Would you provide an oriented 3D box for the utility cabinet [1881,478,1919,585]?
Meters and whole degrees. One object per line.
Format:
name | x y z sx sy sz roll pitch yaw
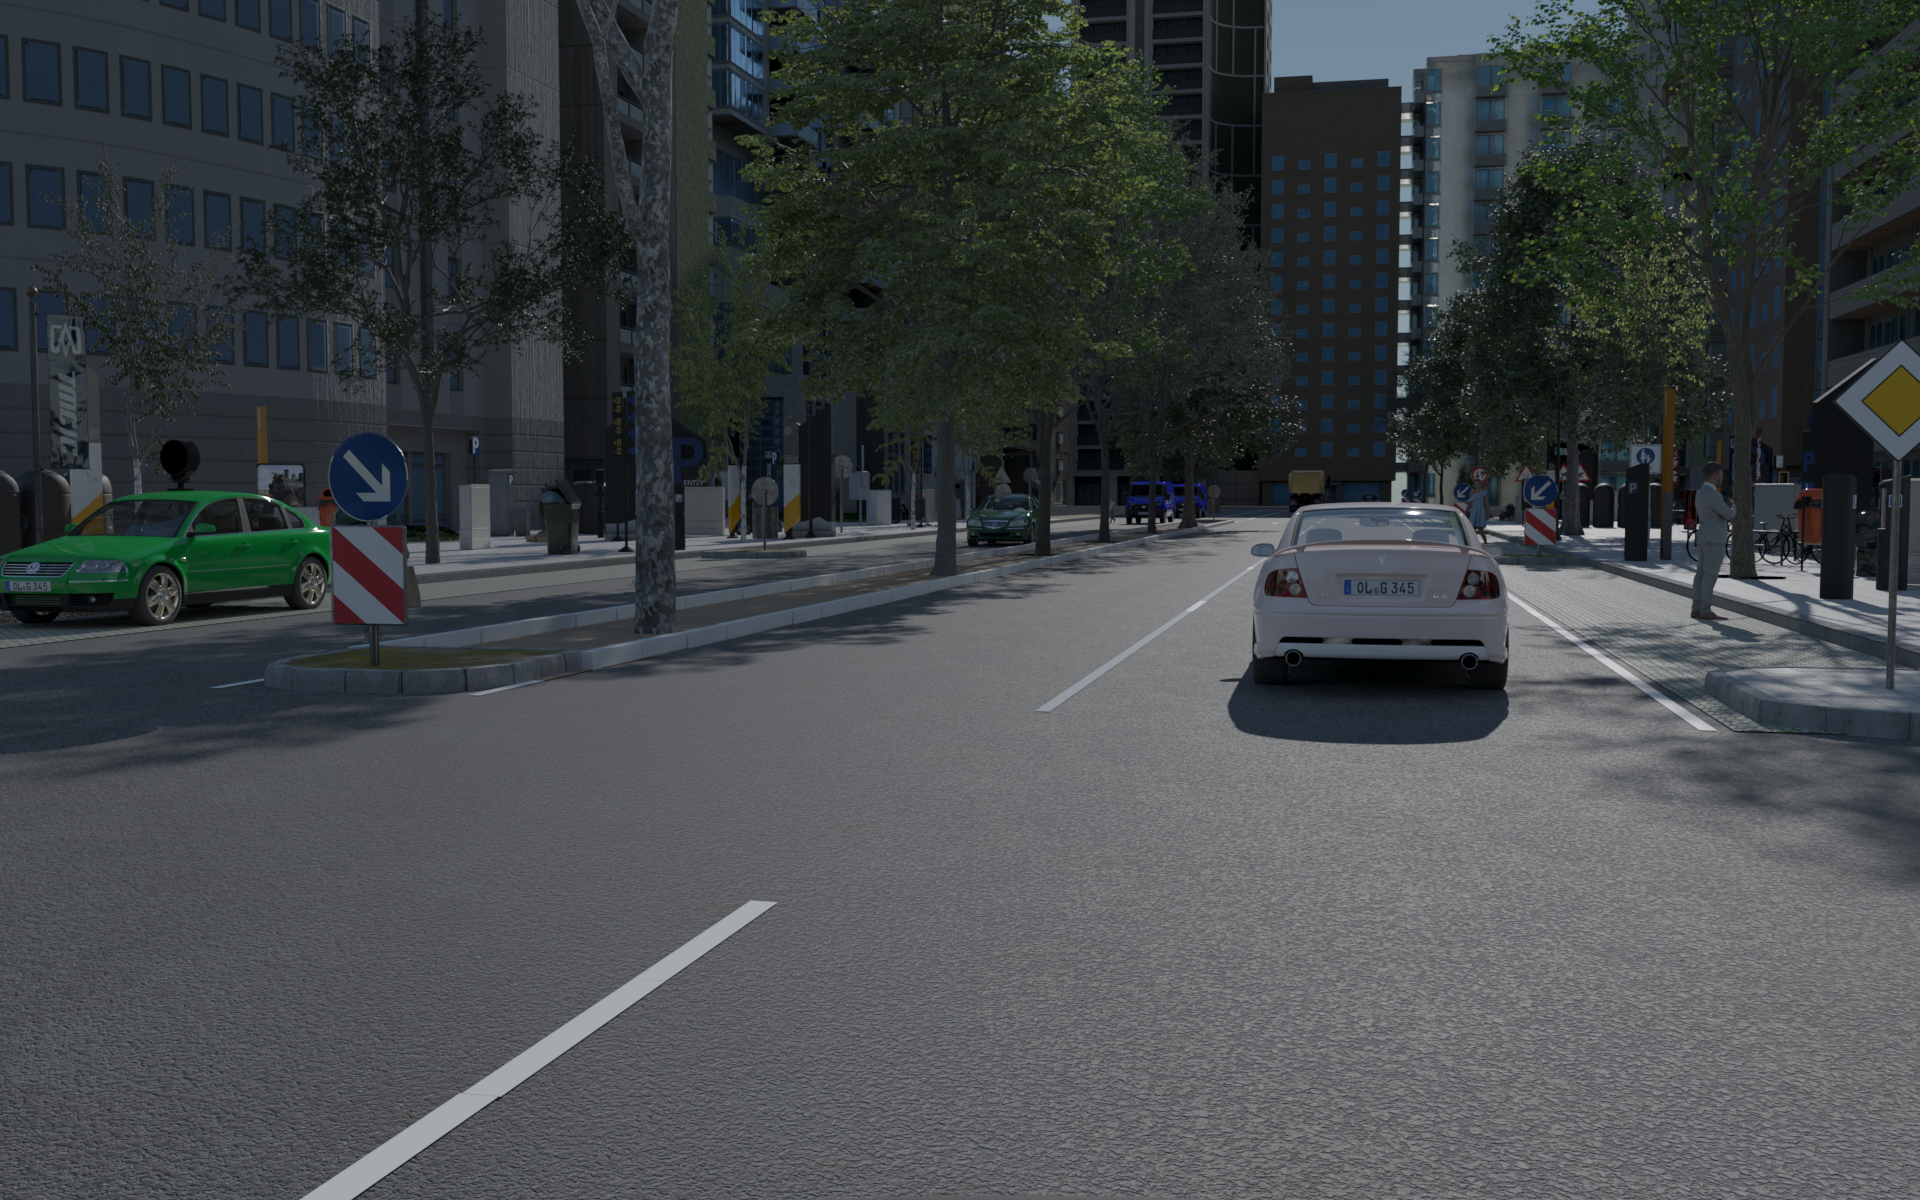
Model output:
utility cabinet | 13.478 -0.946 24.139 0.318 1.500 1.173 -2 4 -31

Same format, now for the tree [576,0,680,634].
tree | -4.121 -9.782 18.282 12.611 20.169 13.585 0 3 0

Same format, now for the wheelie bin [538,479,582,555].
wheelie bin | -8.470 -1.765 36.766 0.693 1.594 0.980 0 4 7

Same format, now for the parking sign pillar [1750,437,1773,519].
parking sign pillar | 32.193 -5.001 70.238 1.447 3.967 1.447 3 5 43

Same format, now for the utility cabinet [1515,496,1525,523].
utility cabinet | 24.807 -3.944 75.640 1.020 1.237 0.306 1 4 13

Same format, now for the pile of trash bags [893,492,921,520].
pile of trash bags | -2.380 -4.656 85.882 1.912 1.369 3.447 1 4 13

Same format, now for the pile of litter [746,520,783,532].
pile of litter | -6.688 -2.706 58.211 1.719 0.858 1.176 -2 4 -29

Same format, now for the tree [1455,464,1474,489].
tree | 31.538 -6.977 108.675 1.663 3.219 1.824 0 3 0

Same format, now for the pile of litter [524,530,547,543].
pile of litter | -11.119 -1.989 46.485 1.176 0.858 1.719 0 4 -3

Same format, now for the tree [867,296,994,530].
tree | -1.647 -6.833 62.078 4.737 8.622 4.395 0 3 0

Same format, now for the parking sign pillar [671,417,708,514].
parking sign pillar | -9.338 -4.346 59.522 1.447 3.967 1.447 -1 4 -15

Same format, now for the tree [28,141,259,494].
tree | -17.513 -5.315 37.271 4.360 8.622 3.978 0 3 0

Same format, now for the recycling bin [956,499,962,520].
recycling bin | -0.310 -4.455 85.389 0.722 1.027 0.722 1 4 8

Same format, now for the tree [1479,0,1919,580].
tree | 11.858 -6.139 26.130 9.928 11.665 9.643 0 3 0

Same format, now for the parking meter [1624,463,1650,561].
parking meter | 12.941 -1.678 33.141 0.255 1.863 0.399 -2 4 -29

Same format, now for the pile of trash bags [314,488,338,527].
pile of trash bags | -11.247 -1.076 27.352 3.447 1.369 1.912 0 4 -1

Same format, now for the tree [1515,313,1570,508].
tree | 22.020 -7.113 66.661 4.737 8.622 4.395 0 3 0

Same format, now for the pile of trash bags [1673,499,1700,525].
pile of trash bags | 31.571 -3.859 72.844 3.447 1.369 1.912 2 4 34

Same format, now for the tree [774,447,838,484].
tree | -7.975 -6.501 90.009 4.285 4.588 4.351 0 3 0

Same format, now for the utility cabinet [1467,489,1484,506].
utility cabinet | 24.350 -4.470 81.761 0.318 1.500 1.173 3 5 44

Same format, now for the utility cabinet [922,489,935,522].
utility cabinet | -1.460 -4.256 78.271 0.318 1.500 1.173 1 4 16

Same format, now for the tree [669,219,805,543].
tree | -5.921 -5.812 45.389 4.737 8.622 4.395 0 3 0

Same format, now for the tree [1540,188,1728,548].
tree | 16.033 -5.529 40.769 4.360 8.622 3.978 0 3 0

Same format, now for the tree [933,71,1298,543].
tree | 4.238 -8.405 50.242 12.009 13.543 11.850 0 3 0

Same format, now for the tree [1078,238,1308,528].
tree | 9.647 -9.366 72.602 9.611 12.733 9.660 0 3 0

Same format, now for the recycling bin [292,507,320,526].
recycling bin | -12.531 -1.249 32.974 0.722 1.027 0.722 2 4 34

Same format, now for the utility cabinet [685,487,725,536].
utility cabinet | -7.757 -2.691 52.679 1.173 1.500 0.318 0 4 4

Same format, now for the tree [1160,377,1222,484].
tree | 21.845 -15.754 164.236 9.857 13.997 8.962 0 3 0

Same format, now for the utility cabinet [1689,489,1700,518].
utility cabinet | 33.606 -4.261 78.343 1.173 1.500 0.318 2 4 26

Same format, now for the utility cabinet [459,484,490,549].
utility cabinet | -11.285 -1.931 40.246 0.318 1.500 1.173 0 4 5

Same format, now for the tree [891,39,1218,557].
tree | 1.994 -6.805 39.479 9.928 11.665 9.643 0 3 0

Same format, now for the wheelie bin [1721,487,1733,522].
wheelie bin | 35.339 -4.408 79.985 0.980 1.594 0.693 -3 5 -43

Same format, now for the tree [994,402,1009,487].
tree | 0.352 -7.648 75.403 4.737 8.622 4.395 0 3 0

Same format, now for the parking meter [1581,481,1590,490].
parking meter | 26.609 -4.164 73.786 0.399 1.863 0.255 -1 4 -11

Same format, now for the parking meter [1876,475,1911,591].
parking meter | 12.443 -0.898 23.095 0.372 1.533 0.369 0 3 0

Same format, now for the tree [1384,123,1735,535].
tree | 19.167 -8.373 53.906 9.611 12.733 9.660 0 3 0

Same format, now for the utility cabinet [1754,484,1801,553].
utility cabinet | 17.874 -1.780 37.789 0.318 1.500 1.173 -1 4 -16

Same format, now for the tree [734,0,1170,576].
tree | -0.264 -6.715 30.382 7.486 12.596 7.792 0 3 0

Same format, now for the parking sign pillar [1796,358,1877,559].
parking sign pillar | 17.512 -2.819 34.559 1.447 3.967 1.447 -1 4 -11

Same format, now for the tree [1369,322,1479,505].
tree | 34.278 -13.032 123.441 12.009 13.543 11.850 0 3 0

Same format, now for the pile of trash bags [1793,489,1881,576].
pile of trash bags | 14.730 -1.082 27.443 1.912 1.369 3.447 -2 4 -25

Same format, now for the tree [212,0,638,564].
tree | -9.677 -5.971 32.039 8.767 10.594 7.601 0 4 7

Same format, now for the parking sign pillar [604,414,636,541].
parking sign pillar | -9.235 -3.666 48.410 1.447 3.967 1.447 0 4 1

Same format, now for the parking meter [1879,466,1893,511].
parking meter | 19.638 -1.887 36.562 0.399 1.863 0.255 2 4 26

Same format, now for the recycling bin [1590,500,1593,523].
recycling bin | 27.188 -3.865 75.753 0.722 1.027 0.722 -2 4 -28

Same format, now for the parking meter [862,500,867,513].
parking meter | -4.860 -5.139 89.735 0.255 1.863 0.399 2 4 30

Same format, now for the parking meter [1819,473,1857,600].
parking meter | 10.740 -0.781 21.183 0.372 1.533 0.369 0 3 0

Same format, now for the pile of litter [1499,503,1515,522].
pile of litter | 26.651 -4.235 83.210 1.719 0.858 1.176 -1 4 -9

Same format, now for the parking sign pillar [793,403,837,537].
parking sign pillar | -4.408 -3.872 51.786 1.447 3.967 1.447 1 4 13

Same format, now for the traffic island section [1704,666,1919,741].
traffic island section | 6.140 0.665 11.405 2.009 0.180 2.903 1 4 13

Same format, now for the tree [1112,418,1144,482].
tree | 12.691 -10.632 124.198 4.360 8.622 3.978 0 3 0

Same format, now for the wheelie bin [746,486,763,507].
wheelie bin | -8.083 -3.660 67.744 0.693 1.594 0.980 -3 5 -40

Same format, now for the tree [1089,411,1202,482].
tree | 14.557 -12.258 134.833 8.767 10.594 7.601 -1 4 -11
